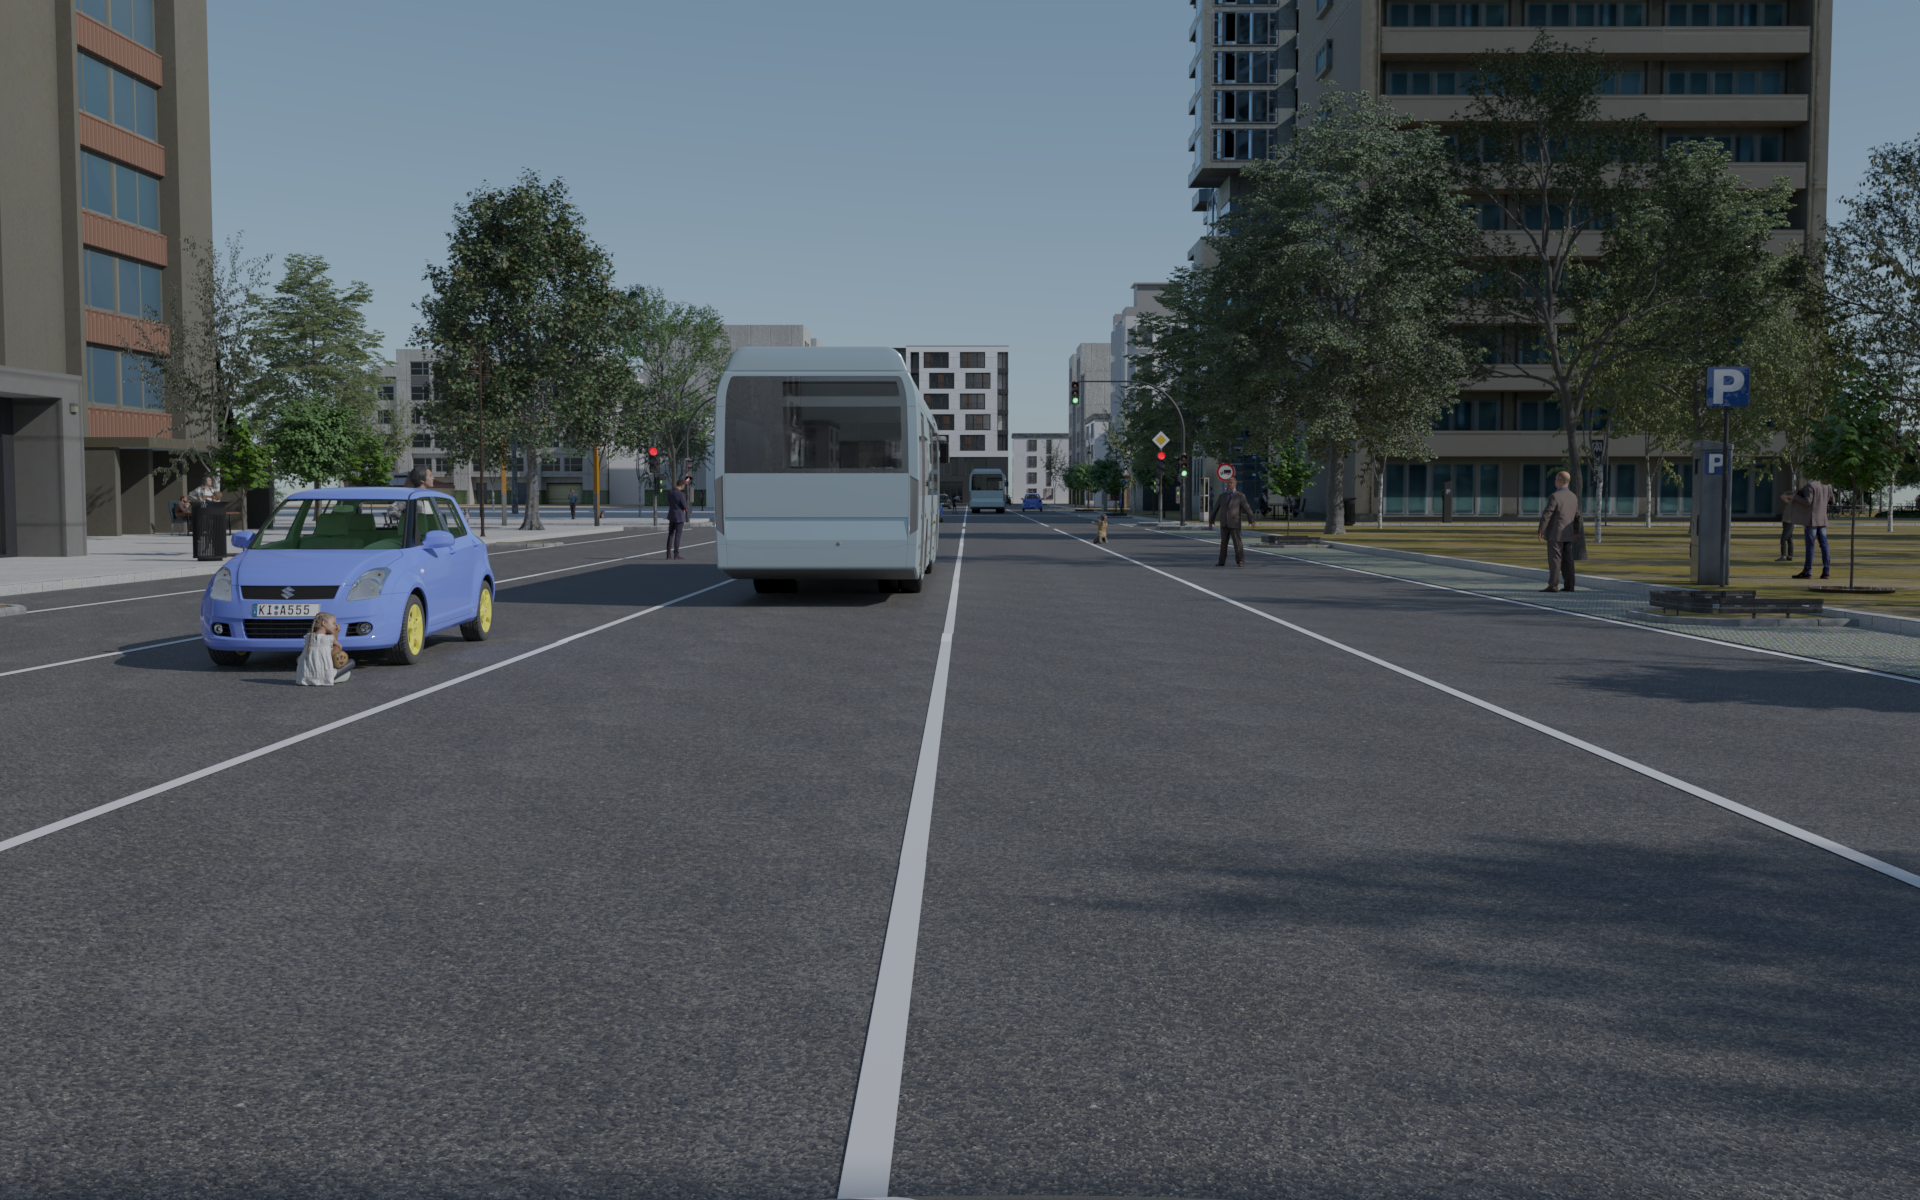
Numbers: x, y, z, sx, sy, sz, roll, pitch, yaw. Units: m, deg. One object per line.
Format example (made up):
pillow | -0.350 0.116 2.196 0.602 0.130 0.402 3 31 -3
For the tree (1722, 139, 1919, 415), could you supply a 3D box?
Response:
tree | 24.401 -6.586 42.089 8.767 10.594 7.601 0 4 7

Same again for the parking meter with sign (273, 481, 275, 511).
parking meter with sign | -31.173 -4.937 76.977 1.738 3.016 0.543 1 4 20

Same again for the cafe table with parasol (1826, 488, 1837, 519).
cafe table with parasol | 43.464 -5.091 88.098 2.610 1.966 2.610 0 4 -4

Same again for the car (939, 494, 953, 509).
car | -1.711 -9.390 163.306 2.009 1.686 4.222 0 4 2

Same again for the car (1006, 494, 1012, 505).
car | 5.806 -13.225 226.009 2.009 1.686 4.222 0 4 1

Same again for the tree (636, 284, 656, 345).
tree | -30.952 -17.345 139.479 12.611 20.169 13.585 0 3 0

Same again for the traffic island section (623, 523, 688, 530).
traffic island section | -12.262 -2.894 69.603 2.009 0.180 2.903 0 4 0

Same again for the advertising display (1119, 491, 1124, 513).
advertising display | 10.984 -6.887 117.814 0.123 1.923 0.974 0 4 -4

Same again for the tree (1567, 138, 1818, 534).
tree | 23.840 -8.451 56.297 7.486 12.596 7.792 0 3 0

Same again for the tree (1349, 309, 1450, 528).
tree | 15.848 -6.985 64.568 4.360 8.622 3.978 0 3 0

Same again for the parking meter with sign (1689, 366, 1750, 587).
parking meter with sign | 10.694 -1.731 24.566 0.543 3.016 1.738 1 4 14

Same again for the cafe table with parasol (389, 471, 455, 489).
cafe table with parasol | -16.463 -2.869 51.771 2.610 1.966 2.610 0 4 0

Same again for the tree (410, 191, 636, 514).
tree | -30.224 -15.626 111.368 12.611 20.169 13.585 0 3 0

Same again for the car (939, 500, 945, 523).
car | -1.747 -4.796 88.013 1.945 1.707 3.694 0 4 2

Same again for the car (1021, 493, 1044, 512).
car | 5.967 -8.152 142.868 1.945 1.707 3.694 0 4 2

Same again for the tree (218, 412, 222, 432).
tree | -38.686 -8.309 86.216 4.737 8.622 4.395 0 3 0

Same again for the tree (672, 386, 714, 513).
tree | -18.299 -10.299 118.743 4.737 8.622 4.395 0 3 0

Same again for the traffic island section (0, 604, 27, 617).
traffic island section | -12.194 0.157 20.304 1.991 0.108 1.994 0 4 0

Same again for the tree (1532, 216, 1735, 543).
tree | 16.983 -5.826 45.618 4.737 8.622 4.395 0 3 0

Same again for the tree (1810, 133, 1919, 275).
tree | 15.327 -4.617 25.850 4.360 8.622 3.978 0 3 0

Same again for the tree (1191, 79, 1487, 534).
tree | 12.054 -9.074 55.008 9.857 13.997 8.962 0 3 0

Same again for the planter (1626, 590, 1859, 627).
planter | 8.675 0.095 19.587 1.991 0.319 1.994 0 4 0

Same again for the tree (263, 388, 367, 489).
tree | -19.984 -4.285 53.775 4.285 4.588 4.351 0 3 0

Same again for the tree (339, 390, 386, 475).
tree | -41.050 -10.273 118.326 4.360 8.622 3.978 0 3 0

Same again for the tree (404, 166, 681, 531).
tree | -15.163 -8.820 61.215 9.611 12.733 9.660 0 3 0

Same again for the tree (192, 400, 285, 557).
tree | -14.746 -2.513 35.685 1.663 3.219 1.824 0 3 0

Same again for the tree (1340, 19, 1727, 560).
tree | 11.988 -6.068 33.625 8.767 10.594 7.601 -1 4 -9

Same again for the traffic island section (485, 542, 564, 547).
traffic island section | -12.037 -1.523 47.772 1.991 0.108 1.994 0 4 0

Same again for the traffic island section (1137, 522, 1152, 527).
traffic island section | 8.980 -3.376 77.474 2.009 0.180 2.903 0 4 0

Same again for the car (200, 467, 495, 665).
car | -5.424 -0.368 15.613 1.945 1.707 3.694 0 4 -1

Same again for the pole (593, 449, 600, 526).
pole | -14.454 -4.588 68.862 0.158 3.312 0.155 0 3 0

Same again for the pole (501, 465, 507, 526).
pole | -18.355 -4.638 69.677 0.158 3.312 0.155 0 3 0

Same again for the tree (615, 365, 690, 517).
tree | -17.615 -8.933 96.409 4.360 8.622 3.978 0 3 0

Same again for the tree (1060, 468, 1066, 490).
tree | 11.522 -10.564 156.433 4.285 4.588 4.351 0 3 0

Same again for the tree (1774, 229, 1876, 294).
tree | 23.647 -5.988 48.268 4.737 8.622 4.395 0 3 0

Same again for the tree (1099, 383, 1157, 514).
tree | 11.191 -9.963 113.253 4.737 8.622 4.395 0 3 0

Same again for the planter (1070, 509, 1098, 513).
planter | 9.245 -6.614 129.275 1.991 0.319 1.994 0 4 0

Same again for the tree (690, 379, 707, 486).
tree | -16.988 -9.328 102.874 4.360 8.622 3.978 0 3 0

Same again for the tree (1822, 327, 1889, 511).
tree | 65.212 -14.404 137.334 13.155 14.587 18.604 0 3 0

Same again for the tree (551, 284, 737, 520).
tree | -14.591 -9.876 87.223 9.928 11.665 9.643 0 3 0

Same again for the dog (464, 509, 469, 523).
dog | -21.114 -3.464 73.466 0.800 0.831 0.513 -3 5 -41

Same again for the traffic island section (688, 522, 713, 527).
traffic island section | -12.221 -3.383 77.588 2.009 0.180 2.903 0 4 0

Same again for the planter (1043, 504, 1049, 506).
planter | 9.643 -11.342 206.580 1.991 0.319 1.994 0 4 0

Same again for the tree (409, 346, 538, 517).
tree | -26.623 -9.846 95.392 8.767 10.594 7.601 1 4 16

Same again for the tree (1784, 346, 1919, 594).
tree | 11.836 -1.716 22.665 1.663 3.219 1.824 0 3 0

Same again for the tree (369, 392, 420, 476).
tree | -40.611 -10.607 123.782 4.737 8.622 4.395 0 3 0

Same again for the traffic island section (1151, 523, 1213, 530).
traffic island section | 8.939 -2.887 69.489 2.009 0.180 2.903 0 4 0

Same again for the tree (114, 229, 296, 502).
tree | -20.862 -5.981 48.153 4.360 8.622 3.978 0 3 0

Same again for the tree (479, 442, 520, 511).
tree | -34.485 -10.851 127.778 4.737 8.622 4.395 0 3 0

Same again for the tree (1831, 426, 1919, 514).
tree | 62.323 -9.475 117.824 11.467 7.101 20.602 1 4 10

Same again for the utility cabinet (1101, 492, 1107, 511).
utility cabinet | 11.001 -7.544 132.027 0.318 1.500 1.173 0 4 -3

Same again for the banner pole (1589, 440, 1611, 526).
banner pole | 25.861 -4.887 69.914 0.863 3.779 0.401 1 4 20

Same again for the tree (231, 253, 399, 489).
tree | -30.738 -10.042 82.309 7.486 12.596 7.792 0 3 0

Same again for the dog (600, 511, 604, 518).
dog | -18.921 -4.499 91.287 0.550 0.427 0.748 -1 4 -14

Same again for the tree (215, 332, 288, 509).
tree | -59.112 -13.925 129.489 18.604 14.587 13.155 3 4 37

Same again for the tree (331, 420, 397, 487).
tree | -15.464 -3.085 45.038 1.663 3.219 1.824 0 3 0
